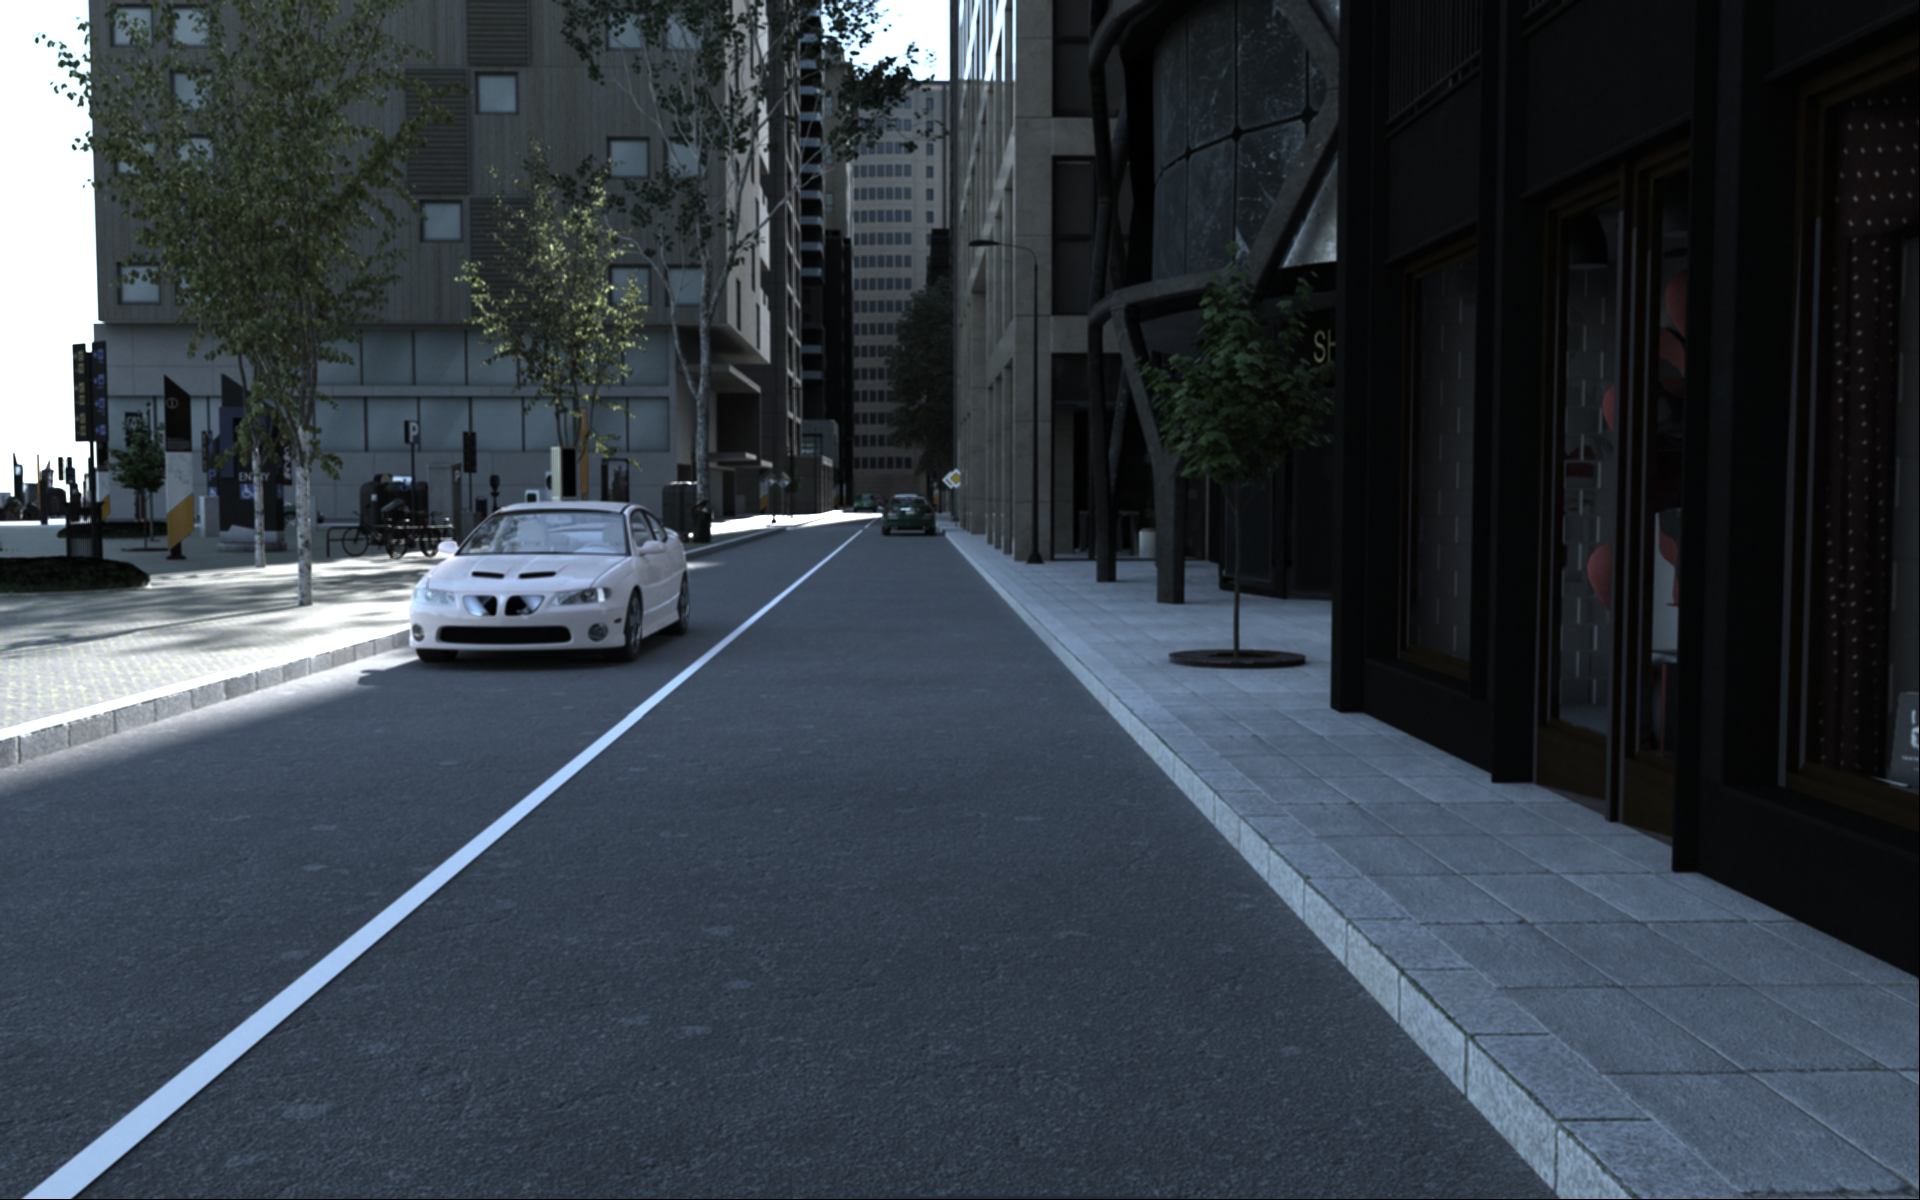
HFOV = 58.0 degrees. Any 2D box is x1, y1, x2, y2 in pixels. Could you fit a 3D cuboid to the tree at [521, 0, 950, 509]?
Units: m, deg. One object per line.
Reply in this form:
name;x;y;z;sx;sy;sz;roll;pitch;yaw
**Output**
tree;-6.660;-11.915;50.699;12.611;20.169;13.585;0;3;0

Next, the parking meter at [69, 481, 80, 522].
parking meter;-40.814;-4.534;79.835;0.399;1.863;0.255;-3;4;-39

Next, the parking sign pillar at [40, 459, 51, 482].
parking sign pillar;-70.651;-8.895;133.911;1.447;3.967;1.447;-1;4;-12

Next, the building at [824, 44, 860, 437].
building;-26.235;-37.968;210.016;27.495;52.752;28.713;0;4;-2

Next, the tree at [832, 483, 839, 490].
tree;-11.270;-9.253;145.882;1.663;3.219;1.824;0;3;0

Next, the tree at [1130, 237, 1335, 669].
tree;2.026;-1.140;13.241;1.663;3.219;1.824;0;3;0

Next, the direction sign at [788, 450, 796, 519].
direction sign;-8.694;-5.966;89.543;0.379;3.537;0.876;-1;4;-16

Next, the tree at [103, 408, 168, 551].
tree;-18.582;-2.734;39.302;1.663;3.219;1.824;0;3;0

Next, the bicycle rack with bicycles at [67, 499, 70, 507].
bicycle rack with bicycles;-66.269;-7.145;130.196;2.852;0.926;2.925;-1;4;-18

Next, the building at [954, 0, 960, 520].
building;14.038;-33.046;82.307;28.212;58.520;21.231;0;4;-2

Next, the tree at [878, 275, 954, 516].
tree;-0.177;-11.850;100.410;9.857;13.997;8.962;0;3;0

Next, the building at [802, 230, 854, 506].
building;-18.835;-25.426;187.417;14.160;30.474;14.107;0;4;-2

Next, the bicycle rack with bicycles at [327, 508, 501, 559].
bicycle rack with bicycles;-11.500;-1.367;35.728;2.852;0.926;2.925;2;4;29

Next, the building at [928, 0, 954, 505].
building;7.176;-44.862;171.749;20.563;71.187;20.611;0;4;-2

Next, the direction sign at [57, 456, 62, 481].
direction sign;-53.686;-6.850;103.987;0.876;3.537;0.379;0;4;-2

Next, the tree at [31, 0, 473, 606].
tree;-7.781;-4.238;19.649;4.737;8.622;4.395;0;3;0

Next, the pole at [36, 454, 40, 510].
pole;-46.383;-5.711;87.220;0.158;3.312;0.155;0;3;0

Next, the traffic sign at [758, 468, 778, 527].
traffic sign;-7.391;-3.860;66.761;0.795;2.450;0.064;0;4;-2

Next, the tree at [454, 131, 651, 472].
tree;-8.077;-5.198;35.356;4.360;8.622;3.978;0;3;0

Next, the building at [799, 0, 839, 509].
building;-22.584;-52.012;163.068;22.319;86.520;31.000;0;4;-2

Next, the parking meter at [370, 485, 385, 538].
parking meter;-15.844;-2.369;47.145;0.372;1.533;0.369;0;3;0

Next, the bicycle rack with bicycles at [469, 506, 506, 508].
bicycle rack with bicycles;-13.594;-2.290;50.818;2.925;0.926;2.852;2;4;25

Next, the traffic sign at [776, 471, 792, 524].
traffic sign;-7.638;-4.349;74.742;0.795;2.450;0.064;0;4;-2

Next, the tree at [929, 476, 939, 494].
tree;-2.286;-9.796;154.759;1.663;3.219;1.824;0;3;0

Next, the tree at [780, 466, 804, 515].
tree;-10.159;-6.742;104.826;1.663;3.219;1.824;0;3;0

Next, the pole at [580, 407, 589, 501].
pole;-8.860;-2.876;40.871;0.158;3.312;0.155;0;3;0

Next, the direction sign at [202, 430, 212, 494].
direction sign;-26.907;-4.280;61.980;0.379;3.537;0.876;-3;5;-45

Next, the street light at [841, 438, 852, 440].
street light;-9.652;-10.460;143.566;1.470;5.913;1.316;0;4;-2

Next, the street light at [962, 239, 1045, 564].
street light;0.843;-3.621;31.750;1.470;5.913;1.316;0;4;-2

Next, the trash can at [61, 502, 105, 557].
trash can;-16.340;-1.263;32.311;0.748;1.137;0.748;0;3;0

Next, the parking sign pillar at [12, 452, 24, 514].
parking sign pillar;-60.654;-7.530;111.580;1.447;3.967;1.447;-1;4;-21

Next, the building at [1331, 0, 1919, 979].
building;8.613;-10.538;1.976;12.332;23.373;15.834;0;4;-2

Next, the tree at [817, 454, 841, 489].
tree;-11.340;-9.449;138.207;4.285;4.588;4.351;0;3;0

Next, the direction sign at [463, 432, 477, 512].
direction sign;-17.885;-4.359;63.261;0.379;3.537;0.876;1;4;14

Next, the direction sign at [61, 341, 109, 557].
direction sign;-12.990;-2.075;25.925;0.876;3.537;0.379;2;4;34

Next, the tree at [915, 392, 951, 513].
tree;-1.134;-10.375;119.997;4.360;8.622;3.978;0;3;0

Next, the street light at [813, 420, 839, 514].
street light;-8.589;-8.363;109.272;1.470;5.913;1.316;0;4;-2

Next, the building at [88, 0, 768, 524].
building;-23.828;-30.390;86.116;28.713;52.752;27.495;0;4;-2

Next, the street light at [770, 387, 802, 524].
street light;-7.534;-6.265;74.977;1.470;5.913;1.316;0;4;-2

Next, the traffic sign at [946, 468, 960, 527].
traffic sign;-0.149;-3.873;66.964;0.795;2.450;0.064;0;4;-2

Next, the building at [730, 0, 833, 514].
building;-19.236;-41.557;117.703;20.563;71.187;20.611;0;4;-2

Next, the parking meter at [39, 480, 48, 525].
parking meter;-38.636;-4.117;73.024;0.255;1.863;0.399;-2;4;-23

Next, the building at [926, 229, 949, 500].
building;3.772;-25.598;190.222;14.160;30.474;14.107;0;4;-2

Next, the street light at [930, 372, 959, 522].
street light;-0.290;-5.726;66.166;1.470;5.913;1.316;0;4;-2

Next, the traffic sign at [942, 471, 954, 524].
traffic sign;-0.397;-4.361;74.945;0.795;2.450;0.064;0;4;-2

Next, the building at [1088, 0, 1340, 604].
building;10.128;-9.578;24.050;16.820;18.784;16.811;0;4;-2

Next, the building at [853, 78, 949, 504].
building;-8.355;-42.881;243.104;28.212;58.520;21.231;0;4;-2

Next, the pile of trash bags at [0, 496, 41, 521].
pile of trash bags;-45.200;-4.386;81.462;1.912;1.369;3.447;2;4;26

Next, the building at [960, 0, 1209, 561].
building;10.107;-14.986;49.543;19.350;26.468;34.151;0;4;-2
